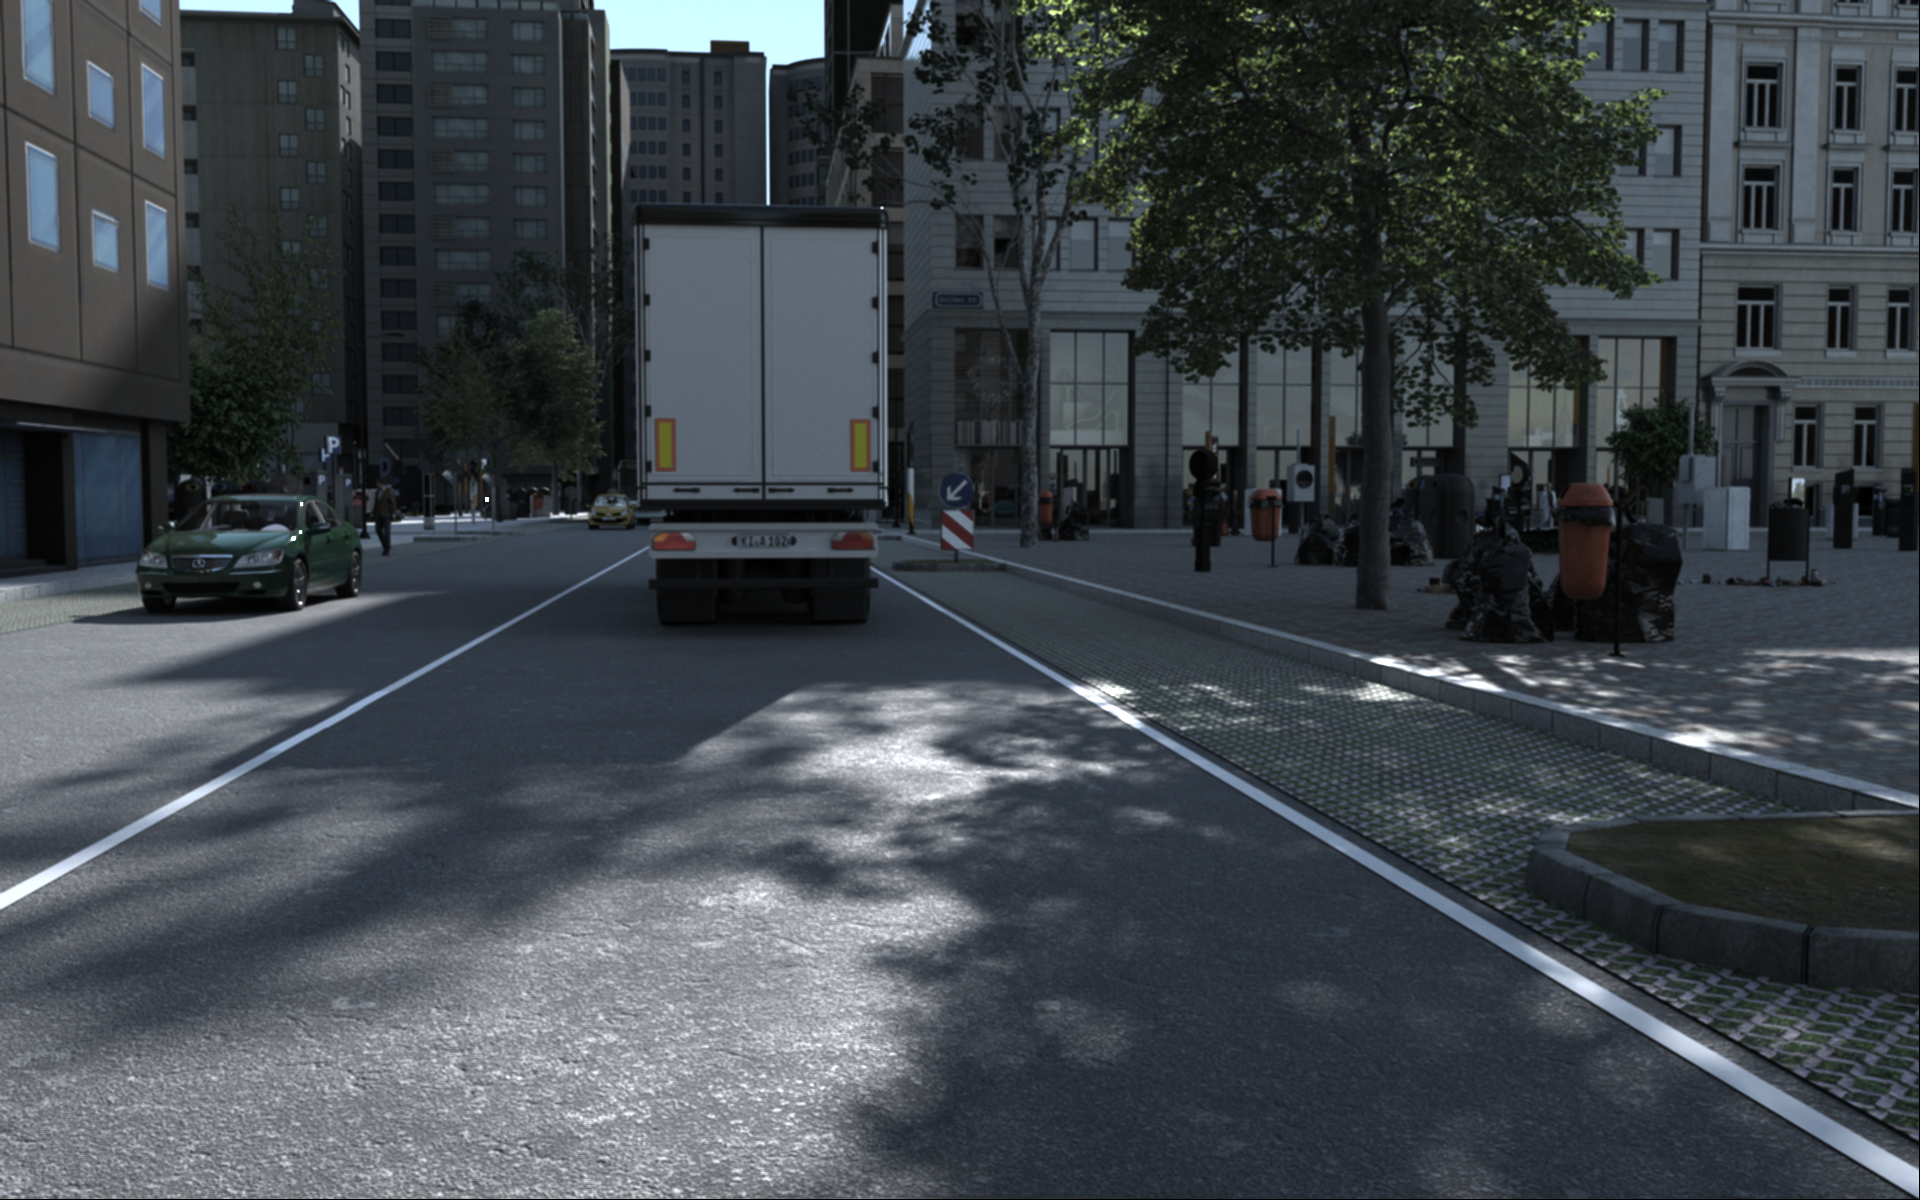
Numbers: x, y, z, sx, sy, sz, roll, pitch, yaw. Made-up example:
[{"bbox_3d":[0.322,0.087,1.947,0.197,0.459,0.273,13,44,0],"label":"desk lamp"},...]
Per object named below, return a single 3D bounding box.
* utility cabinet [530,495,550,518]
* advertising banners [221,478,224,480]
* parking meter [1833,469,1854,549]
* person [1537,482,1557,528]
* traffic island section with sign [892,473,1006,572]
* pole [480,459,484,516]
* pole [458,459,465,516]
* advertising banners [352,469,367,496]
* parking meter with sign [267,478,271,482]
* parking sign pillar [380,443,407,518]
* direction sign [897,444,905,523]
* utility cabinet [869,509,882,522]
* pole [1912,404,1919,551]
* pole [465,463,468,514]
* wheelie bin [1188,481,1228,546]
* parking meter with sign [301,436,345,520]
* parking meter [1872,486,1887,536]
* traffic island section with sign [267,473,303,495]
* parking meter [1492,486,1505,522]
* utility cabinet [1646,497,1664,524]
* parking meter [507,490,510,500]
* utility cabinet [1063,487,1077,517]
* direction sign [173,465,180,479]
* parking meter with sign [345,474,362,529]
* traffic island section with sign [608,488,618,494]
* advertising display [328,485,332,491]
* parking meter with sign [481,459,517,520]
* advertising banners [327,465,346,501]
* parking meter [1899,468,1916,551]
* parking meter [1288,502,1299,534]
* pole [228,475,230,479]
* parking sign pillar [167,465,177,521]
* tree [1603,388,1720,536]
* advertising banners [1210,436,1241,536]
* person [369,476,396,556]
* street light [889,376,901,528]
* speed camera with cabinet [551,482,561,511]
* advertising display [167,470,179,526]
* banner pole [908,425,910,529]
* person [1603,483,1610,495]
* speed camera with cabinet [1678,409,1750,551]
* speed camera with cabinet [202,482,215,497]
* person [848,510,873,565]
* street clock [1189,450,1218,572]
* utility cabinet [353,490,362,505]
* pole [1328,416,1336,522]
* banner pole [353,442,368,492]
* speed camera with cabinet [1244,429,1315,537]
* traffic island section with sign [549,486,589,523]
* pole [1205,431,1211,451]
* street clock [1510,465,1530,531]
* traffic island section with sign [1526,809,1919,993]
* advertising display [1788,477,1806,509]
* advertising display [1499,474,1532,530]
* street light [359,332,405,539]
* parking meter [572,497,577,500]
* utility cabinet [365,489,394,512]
[{"bbox_3d":[-22.943,-5.106,94.648,1.020,1.237,0.306,-2,4,-26],"label":"utility cabinet"},{"bbox_3d":[-55.358,-8.312,132.094,2.074,3.025,0.090,0,4,-8],"label":"advertising banners"},{"bbox_3d":[20.807,-2.147,40.816,0.399,1.863,0.255,1,4,11],"label":"parking meter"},{"bbox_3d":[20.488,-3.184,60.431,0.514,1.842,0.818,-2,4,-25],"label":"person"},{"bbox_3d":[-0.256,-1.477,32.772,1.989,1.847,2.006,0,4,-7],"label":"traffic island section with sign"},{"bbox_3d":[-27.796,-6.531,100.624,0.158,3.312,0.155,0,3,0],"label":"pole"},{"bbox_3d":[-28.676,-6.451,99.321,0.158,3.312,0.155,0,3,0],"label":"pole"},{"bbox_3d":[-44.691,-8.034,127.544,2.074,3.025,0.090,0,4,1],"label":"advertising banners"},{"bbox_3d":[-32.985,-5.342,83.605,0.543,3.016,1.738,3,5,41],"label":"parking meter with sign"},{"bbox_3d":[-30.053,-6.291,91.329,1.447,3.967,1.447,3,5,42],"label":"parking sign pillar"},{"bbox_3d":[-2.623,-5.256,77.931,0.379,3.537,0.876,2,4,28],"label":"direction sign"},{"bbox_3d":[-3.913,-4.226,80.258,0.306,1.237,1.020,-2,4,-26],"label":"utility cabinet"},{"bbox_3d":[21.696,-2.781,39.305,0.158,3.312,0.155,0,3,0],"label":"pole"},{"bbox_3d":[-32.206,-7.283,112.924,0.158,3.312,0.155,0,3,0],"label":"pole"},{"bbox_3d":[6.109,-2.118,42.537,0.980,1.594,0.693,-1,4,-11],"label":"wheelie bin"},{"bbox_3d":[-19.531,-3.435,52.425,1.738,3.016,0.543,2,4,30],"label":"parking meter with sign"},{"bbox_3d":[28.427,-2.759,53.514,0.372,1.533,0.369,0,3,0],"label":"parking meter"},{"bbox_3d":[-12.583,-1.434,32.079,1.989,1.847,2.006,0,4,-7],"label":"traffic island section with sign"},{"bbox_3d":[16.254,-2.683,52.276,0.372,1.533,0.369,0,3,0],"label":"parking meter"},{"bbox_3d":[13.169,-1.326,32.835,0.306,1.237,1.020,1,4,20],"label":"utility cabinet"},{"bbox_3d":[-25.510,-5.452,97.557,0.372,1.533,0.369,0,3,0],"label":"parking meter"},{"bbox_3d":[3.349,-2.704,52.896,0.318,1.500,1.173,1,4,9],"label":"utility cabinet"},{"bbox_3d":[-41.465,-6.099,91.723,0.379,3.537,0.876,2,4,33],"label":"direction sign"},{"bbox_3d":[-23.173,-4.199,64.922,1.738,3.016,0.543,2,4,27],"label":"parking meter with sign"},{"bbox_3d":[-22.537,-6.361,112.636,1.989,1.847,2.006,0,4,-7],"label":"traffic island section with sign"},{"bbox_3d":[-45.787,-7.428,126.667,0.974,1.923,0.123,2,4,25],"label":"advertising display"},{"bbox_3d":[-22.868,-5.489,86.007,0.543,3.016,1.738,3,5,40],"label":"parking meter with sign"},{"bbox_3d":[-38.239,-6.664,105.138,2.074,3.025,0.090,0,4,7],"label":"advertising banners"},{"bbox_3d":[21.386,-2.043,39.107,0.255,1.863,0.399,1,4,23],"label":"parking meter"},{"bbox_3d":[10.813,-3.083,56.112,0.255,1.863,0.399,0,4,-5],"label":"parking meter"},{"bbox_3d":[-41.298,-6.364,97.902,0.158,3.312,0.155,0,3,0],"label":"pole"},{"bbox_3d":[-37.849,-5.746,82.426,1.447,3.967,1.447,-3,4,-39],"label":"parking sign pillar"},{"bbox_3d":[21.785,-4.289,53.831,4.285,4.588,4.351,0,3,0],"label":"tree"},{"bbox_3d":[8.161,-3.496,53.346,0.090,3.025,2.074,2,4,35],"label":"advertising banners"},{"bbox_3d":[-13.433,-1.952,40.323,0.656,1.842,0.836,-1,4,-8],"label":"person"},{"bbox_3d":[-2.979,-5.728,66.187,1.470,5.913,1.316,0,4,-7],"label":"street light"},{"bbox_3d":[-31.515,-8.433,132.212,2.038,3.252,0.660,0,4,-5],"label":"speed camera with cabinet"},{"bbox_3d":[-21.120,-2.478,45.735,0.974,1.923,0.123,1,4,8],"label":"advertising display"},{"bbox_3d":[-1.767,-4.465,63.018,0.401,3.779,0.863,1,4,9],"label":"banner pole"},{"bbox_3d":[22.102,-3.122,59.726,0.592,1.802,0.473,1,4,21],"label":"person"},{"bbox_3d":[17.298,-2.776,39.728,0.660,3.252,2.038,-1,4,-8],"label":"speed camera with cabinet"},{"bbox_3d":[-35.794,-5.354,81.872,2.038,3.252,0.660,2,4,33],"label":"speed camera with cabinet"},{"bbox_3d":[-2.105,-1.603,34.810,0.635,1.810,0.391,2,4,28],"label":"person"},{"bbox_3d":[4.020,-1.471,28.622,0.358,2.002,0.471,-2,4,-34],"label":"street clock"},{"bbox_3d":[-29.831,-4.739,86.164,0.318,1.500,1.173,0,4,4],"label":"utility cabinet"},{"bbox_3d":[9.762,-3.158,45.484,0.158,3.312,0.155,0,3,0],"label":"pole"},{"bbox_3d":[-28.766,-5.684,82.950,0.863,3.779,0.401,1,4,14],"label":"banner pole"},{"bbox_3d":[9.627,-3.536,52.154,2.038,3.252,0.660,-1,4,-14],"label":"speed camera with cabinet"},{"bbox_3d":[-19.203,-4.710,85.644,1.989,1.847,2.006,0,4,-7],"label":"traffic island section with sign"},{"bbox_3d":[8.084,-3.829,56.450,0.158,3.312,0.155,0,3,0],"label":"pole"},{"bbox_3d":[14.003,-2.373,43.366,0.358,2.002,0.471,-2,4,-25],"label":"street clock"},{"bbox_3d":[3.078,0.168,5.881,1.989,1.847,2.006,0,4,-7],"label":"traffic island section with sign"},{"bbox_3d":[32.166,-3.754,66.584,0.974,1.923,0.123,-2,4,-33],"label":"advertising display"},{"bbox_3d":[17.388,-3.000,54.261,0.974,1.923,0.123,1,4,11],"label":"advertising display"},{"bbox_3d":[-16.598,-4.721,49.724,1.470,5.913,1.316,0,4,-7],"label":"street light"},{"bbox_3d":[-26.406,-6.733,118.491,0.372,1.533,0.369,0,3,0],"label":"parking meter"},{"bbox_3d":[-27.149,-4.436,81.201,1.173,1.500,0.318,1,4,14],"label":"utility cabinet"}]
